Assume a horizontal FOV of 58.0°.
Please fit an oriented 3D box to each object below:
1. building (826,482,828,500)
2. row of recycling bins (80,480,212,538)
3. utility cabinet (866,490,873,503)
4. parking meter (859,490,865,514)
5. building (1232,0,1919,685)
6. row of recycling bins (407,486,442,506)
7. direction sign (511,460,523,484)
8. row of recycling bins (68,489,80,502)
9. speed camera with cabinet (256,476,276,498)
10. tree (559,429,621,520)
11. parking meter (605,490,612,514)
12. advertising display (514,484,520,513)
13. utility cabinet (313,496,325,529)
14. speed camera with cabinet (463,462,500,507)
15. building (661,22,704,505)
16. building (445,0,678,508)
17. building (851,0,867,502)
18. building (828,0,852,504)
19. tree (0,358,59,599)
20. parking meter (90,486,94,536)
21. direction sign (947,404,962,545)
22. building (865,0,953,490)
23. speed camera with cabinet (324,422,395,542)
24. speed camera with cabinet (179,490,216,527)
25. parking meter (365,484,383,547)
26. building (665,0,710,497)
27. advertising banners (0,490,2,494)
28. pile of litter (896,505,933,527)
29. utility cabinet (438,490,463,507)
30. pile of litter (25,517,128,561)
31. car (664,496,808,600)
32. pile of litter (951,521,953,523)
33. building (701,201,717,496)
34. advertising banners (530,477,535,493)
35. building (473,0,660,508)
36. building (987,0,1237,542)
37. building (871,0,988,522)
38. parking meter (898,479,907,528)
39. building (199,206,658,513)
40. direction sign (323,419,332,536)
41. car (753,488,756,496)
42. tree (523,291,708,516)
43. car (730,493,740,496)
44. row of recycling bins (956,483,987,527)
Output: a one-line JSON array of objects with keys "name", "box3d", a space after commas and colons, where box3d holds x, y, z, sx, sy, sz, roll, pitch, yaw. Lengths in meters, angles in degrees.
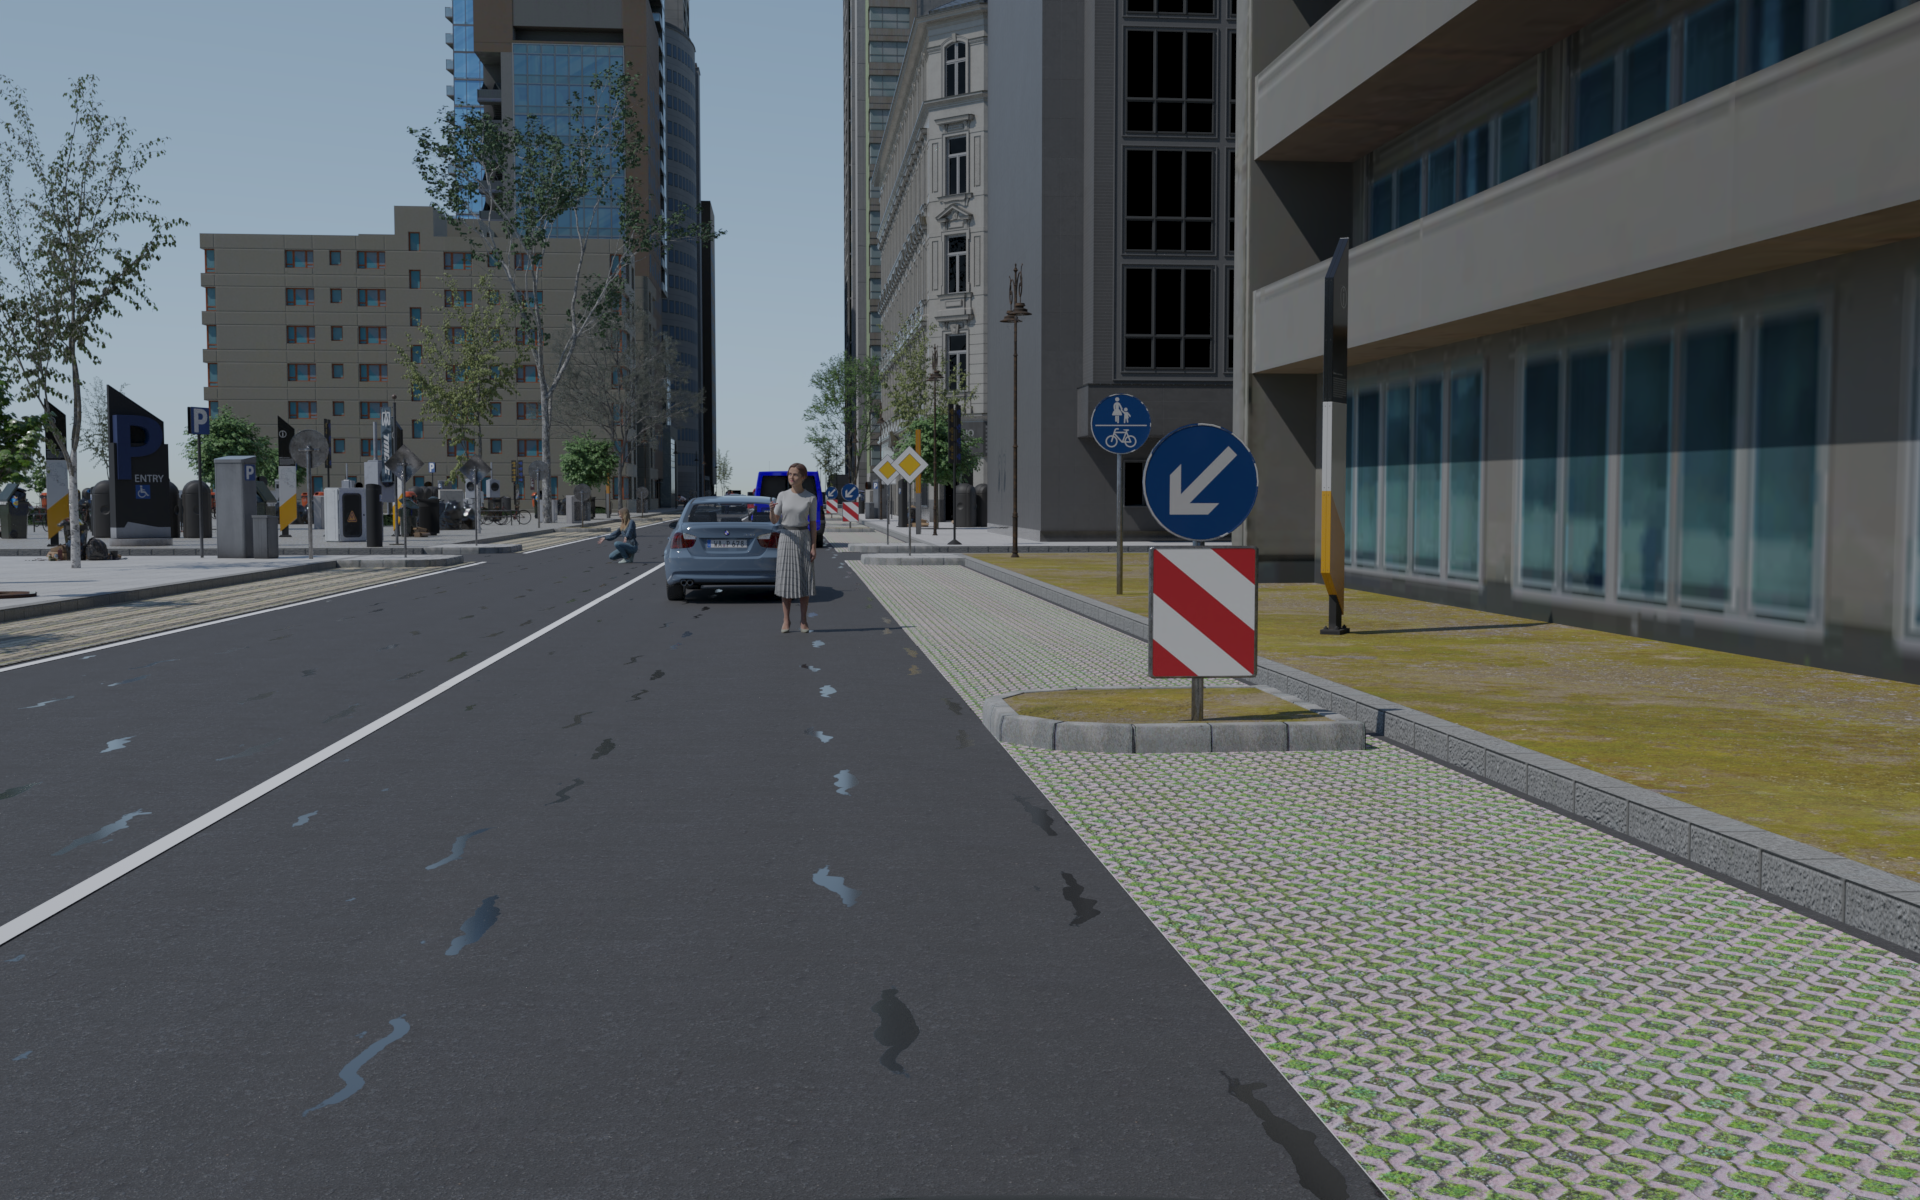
[{"name": "building", "box3d": [-4.380, -35.144, 266.487, 32.217, 40.220, 23.993, 0, 4, -6]}, {"name": "row of recycling bins", "box3d": [-23.585, -2.656, 50.546, 3.534, 1.692, 1.069, 0, 4, 4]}, {"name": "utility cabinet", "box3d": [-4.523, -5.093, 91.942, 0.318, 1.500, 1.173, 2, 4, 35]}, {"name": "parking meter", "box3d": [-6.318, -6.303, 111.457, 0.372, 1.533, 0.369, 0, 3, 0]}, {"name": "building", "box3d": [15.665, -23.925, 14.878, 21.300, 48.544, 21.600, 0, 4, -6]}, {"name": "row of recycling bins", "box3d": [-28.448, -5.212, 92.327, 1.069, 1.692, 3.534, 0, 4, 4]}, {"name": "direction sign", "box3d": [-29.610, -7.576, 115.857, 0.876, 3.537, 0.379, 1, 4, 20]}, {"name": "row of recycling bins", "box3d": [-56.339, -6.469, 112.873, 3.534, 1.692, 1.069, -3, 5, -42]}, {"name": "speed camera with cabinet", "box3d": [-32.909, -5.308, 81.129, 0.660, 3.252, 2.038, 1, 4, 13]}, {"name": "tree", "box3d": [-18.630, -6.316, 86.984, 4.285, 4.588, 4.351, 0, 3, 0]}, {"name": "parking meter", "box3d": [-22.209, -6.178, 109.415, 0.372, 1.533, 0.369, 0, 3, 0]}, {"name": "advertising display", "box3d": [-28.255, -6.434, 110.410, 0.123, 1.923, 0.974, 0, 4, 0]}, {"name": "utility cabinet", "box3d": [-23.342, -3.193, 63.372, 0.306, 1.237, 1.020, 0, 4, -3]}, {"name": "speed camera with cabinet", "box3d": [-29.556, -6.904, 107.212, 2.038, 3.252, 0.660, -3, 4, -38]}, {"name": "building", "box3d": [-43.123, -41.069, 213.475, 21.231, 58.520, 28.212, 0, 4, -6]}, {"name": "building", "box3d": [-39.624, -52.651, 173.521, 22.319, 86.520, 31.000, 0, 4, -6]}, {"name": "building", "box3d": [0.501, -37.755, 159.292, 21.231, 58.520, 28.212, 0, 4, -6]}, {"name": "building", "box3d": [-6.299, -47.701, 218.156, 20.563, 71.187, 20.611, 0, 4, -6]}, {"name": "tree", "box3d": [-11.923, -1.638, 21.380, 1.663, 3.219, 1.824, 0, 3, 0]}, {"name": "parking meter", "box3d": [-26.577, -2.750, 53.379, 0.372, 1.533, 0.369, 0, 3, 0]}, {"name": "direction sign", "box3d": [-0.137, -3.167, 43.776, 0.379, 3.537, 0.876, 1, 4, 20]}, {"name": "building", "box3d": [-0.542, -27.814, 138.359, 14.154, 41.232, 14.086, 0, 4, -6]}, {"name": "speed camera with cabinet", "box3d": [-16.193, -3.210, 46.821, 0.660, 3.252, 2.038, 2, 4, 30]}, {"name": "speed camera with cabinet", "box3d": [-29.834, -4.533, 68.445, 2.038, 3.252, 0.660, -1, 4, -22]}, {"name": "parking meter", "box3d": [-14.169, -2.047, 41.884, 0.372, 1.533, 0.369, 0, 3, 0]}, {"name": "building", "box3d": [-45.128, -48.880, 237.435, 20.563, 71.187, 20.611, 0, 4, -6]}, {"name": "advertising banners", "box3d": [-41.933, -4.860, 75.648, 0.090, 3.025, 2.074, -2, 4, -25]}, {"name": "pile of litter", "box3d": [-1.720, -3.280, 67.588, 1.719, 0.858, 1.176, -1, 4, -16]}, {"name": "utility cabinet", "box3d": [-25.857, -4.851, 87.989, 1.173, 1.500, 0.318, -2, 4, -32]}, {"name": "pile of litter", "box3d": [-17.147, -1.201, 33.596, 1.719, 0.858, 1.176, 0, 4, -2]}, {"name": "car", "box3d": [-3.182, -0.775, 24.679, 2.014, 1.417, 4.499, 0, 4, -4]}, {"name": "pile of litter", "box3d": [0.194, -3.629, 73.292, 1.176, 0.858, 1.719, 1, 4, 11]}, {"name": "building", "box3d": [-43.376, -37.065, 256.128, 14.600, 45.320, 14.200, 0, 4, -6]}, {"name": "advertising banners", "box3d": [-28.169, -7.333, 116.076, 0.090, 3.025, 2.074, 2, 4, 27]}, {"name": "building", "box3d": [-33.858, -30.737, 152.658, 14.600, 45.320, 14.200, 0, 4, -6]}, {"name": "building", "box3d": [13.442, -15.810, 52.000, 24.014, 27.812, 14.314, 0, 4, -6]}, {"name": "building", "box3d": [4.546, -19.652, 97.728, 17.030, 29.872, 44.131, 0, 4, -6]}, {"name": "parking meter", "box3d": [-2.198, -3.718, 66.493, 0.255, 1.863, 0.399, -2, 4, -25]}, {"name": "building", "box3d": [-37.947, -17.470, 130.672, 27.650, 21.520, 28.899, 0, 4, -6]}, {"name": "direction sign", "box3d": [-19.106, -3.694, 52.397, 0.379, 3.537, 0.876, -1, 4, -9]}, {"name": "car", "box3d": [-10.501, -5.266, 94.766, 2.281, 1.827, 5.304, 0, 4, -4]}, {"name": "tree", "box3d": [-20.126, -11.742, 102.348, 12.009, 13.543, 11.850, 0, 3, 0]}, {"name": "car", "box3d": [-17.726, -7.653, 134.904, 2.009, 1.686, 4.222, 0, 4, -7]}, {"name": "row of recycling bins", "box3d": [1.228, -3.708, 67.734, 3.534, 1.692, 1.069, -3, 5, -42]}]
